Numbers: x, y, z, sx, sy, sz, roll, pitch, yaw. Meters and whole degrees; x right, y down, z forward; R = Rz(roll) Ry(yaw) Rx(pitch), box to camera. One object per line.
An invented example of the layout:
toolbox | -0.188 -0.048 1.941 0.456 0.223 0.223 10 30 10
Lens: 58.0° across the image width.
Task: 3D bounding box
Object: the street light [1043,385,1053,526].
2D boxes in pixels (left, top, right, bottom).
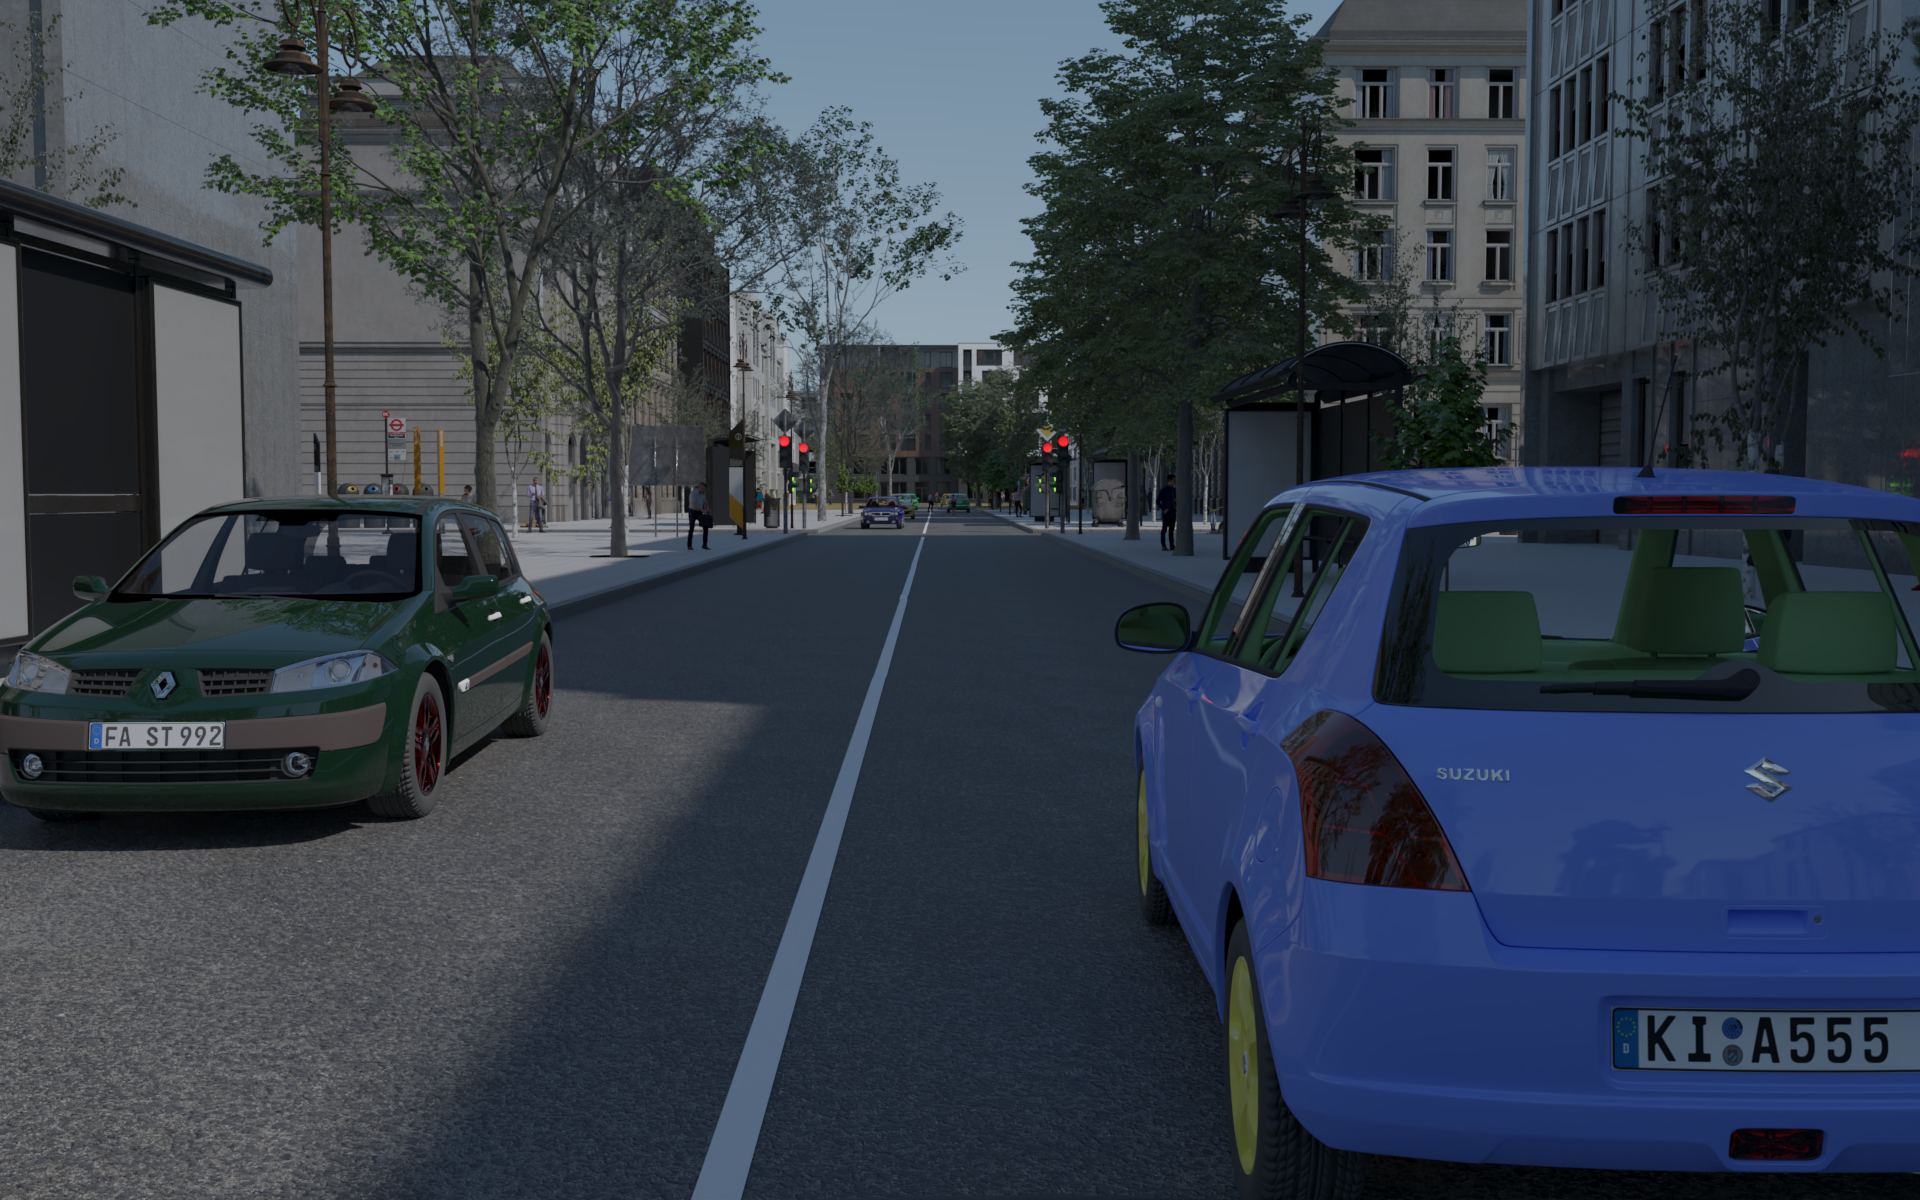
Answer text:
street light | 3.616 -5.966 70.335 0.468 5.910 1.993 0 4 -1

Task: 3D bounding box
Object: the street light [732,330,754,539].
street light | -6.112 -4.660 48.984 0.468 5.910 1.993 0 4 -1

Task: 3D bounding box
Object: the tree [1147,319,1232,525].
tree | 10.342 -7.480 72.666 4.360 8.622 3.978 0 3 0

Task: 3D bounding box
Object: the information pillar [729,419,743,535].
information pillar | -6.958 -3.836 54.075 0.504 3.616 0.183 1 4 18

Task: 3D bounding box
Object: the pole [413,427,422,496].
pole | -16.477 -3.595 52.629 0.158 3.312 0.155 0 3 0

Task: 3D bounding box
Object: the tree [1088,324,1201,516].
tree | 10.888 -11.064 102.958 6.751 12.117 7.091 0 3 0

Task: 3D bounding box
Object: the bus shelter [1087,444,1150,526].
bus shelter | 6.474 -4.740 71.417 2.014 3.302 5.546 0 4 -1

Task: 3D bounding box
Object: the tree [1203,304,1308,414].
tree | 11.051 -7.051 65.651 4.737 8.622 4.395 0 3 0

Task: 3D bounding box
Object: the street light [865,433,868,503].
street light | -7.124 -9.749 132.184 0.468 5.910 1.993 0 4 -1

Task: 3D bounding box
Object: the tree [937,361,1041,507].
tree | 3.468 -15.930 167.103 9.857 13.997 8.962 0 3 0

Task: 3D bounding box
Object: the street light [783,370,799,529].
street light | -6.256 -5.598 64.323 0.468 5.910 1.993 0 4 -1

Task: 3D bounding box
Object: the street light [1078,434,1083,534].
street light | 3.847 -5.040 55.199 0.468 5.910 1.993 0 4 -1

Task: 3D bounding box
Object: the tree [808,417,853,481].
tree | -10.522 -11.318 135.408 4.737 8.622 4.395 0 3 0

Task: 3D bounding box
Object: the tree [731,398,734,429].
tree | -15.903 -9.306 102.521 4.360 8.622 3.978 0 3 0

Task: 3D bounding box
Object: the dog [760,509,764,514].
dog | -12.849 -5.794 112.459 0.748 0.427 0.550 -2 4 -35

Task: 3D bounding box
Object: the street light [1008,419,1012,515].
street light | 3.023 -8.084 104.969 0.468 5.910 1.993 0 4 -1

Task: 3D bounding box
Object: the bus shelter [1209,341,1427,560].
bus shelter | 5.119 -1.942 25.669 2.014 3.302 5.546 0 4 -1

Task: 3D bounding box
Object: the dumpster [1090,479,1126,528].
dumpster | 5.738 -3.744 66.971 1.264 1.857 1.865 0 4 -1

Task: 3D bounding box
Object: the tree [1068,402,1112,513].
tree | 10.578 -10.811 127.120 4.737 8.622 4.395 0 3 0

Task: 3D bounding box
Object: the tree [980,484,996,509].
tree | 2.794 -9.526 150.343 1.663 3.219 1.824 0 3 0

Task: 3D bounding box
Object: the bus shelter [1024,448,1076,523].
bus shelter | 4.053 -5.176 78.557 2.014 3.302 5.546 0 4 -1

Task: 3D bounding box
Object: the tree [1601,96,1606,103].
tree | 9.879 -4.315 20.906 4.360 8.622 3.978 0 3 0

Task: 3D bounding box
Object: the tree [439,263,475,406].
tree | -13.015 -6.121 50.447 4.737 8.622 4.395 0 3 0

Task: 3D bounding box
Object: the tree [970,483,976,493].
tree | 2.220 -13.445 214.431 1.663 3.219 1.824 0 3 0

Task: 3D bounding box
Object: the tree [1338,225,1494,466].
tree | 12.070 -5.931 47.338 4.360 8.622 3.978 0 3 0

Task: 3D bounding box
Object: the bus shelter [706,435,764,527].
bus shelter | -9.238 -4.908 71.528 1.731 3.624 6.357 0 4 -1

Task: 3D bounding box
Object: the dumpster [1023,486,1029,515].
dumpster | 4.562 -6.230 107.626 1.264 1.857 1.865 0 4 -1

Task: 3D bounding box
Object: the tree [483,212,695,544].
tree | -8.752 -5.731 44.061 4.737 8.622 4.395 0 3 0

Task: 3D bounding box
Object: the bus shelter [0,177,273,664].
bus shelter | -7.322 -2.071 11.489 2.179 5.291 8.768 0 4 -1

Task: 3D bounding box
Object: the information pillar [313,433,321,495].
information pillar | -24.436 -4.557 65.863 0.183 3.616 0.504 -3 5 -39

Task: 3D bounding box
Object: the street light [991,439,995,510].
street light | 2.627 -10.167 139.017 0.468 5.910 1.993 0 4 -1

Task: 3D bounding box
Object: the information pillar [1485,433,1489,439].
information pillar | 20.106 -4.624 66.914 0.184 3.620 1.656 0 4 2

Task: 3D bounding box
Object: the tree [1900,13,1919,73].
tree | 9.974 -5.538 12.601 6.751 12.117 7.091 0 3 0

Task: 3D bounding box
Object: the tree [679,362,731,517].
tree | -15.088 -8.879 95.530 4.360 8.622 3.978 0 3 0

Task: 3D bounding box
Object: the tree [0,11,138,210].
tree | -14.279 -4.583 25.301 4.360 8.622 3.978 0 3 0

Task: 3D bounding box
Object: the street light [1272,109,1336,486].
street light | 4.207 -2.971 21.357 0.468 5.910 1.993 0 4 -1

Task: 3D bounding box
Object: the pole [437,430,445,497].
pole | -16.539 -3.753 55.201 0.158 3.312 0.155 0 3 0

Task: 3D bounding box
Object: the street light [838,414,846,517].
street light | -6.655 -7.646 97.805 0.468 5.910 1.993 0 4 -1

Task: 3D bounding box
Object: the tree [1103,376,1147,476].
tree | 8.842 -7.821 78.230 4.360 8.622 3.978 0 3 0

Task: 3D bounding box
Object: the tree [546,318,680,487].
tree | -14.211 -7.298 69.684 4.360 8.622 3.978 0 3 0

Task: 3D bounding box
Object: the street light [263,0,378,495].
street light | -5.541 -2.593 15.185 0.468 5.910 1.993 0 4 -1

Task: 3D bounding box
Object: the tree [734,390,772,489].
tree | -15.059 -10.502 122.066 4.360 8.622 3.978 0 3 0
